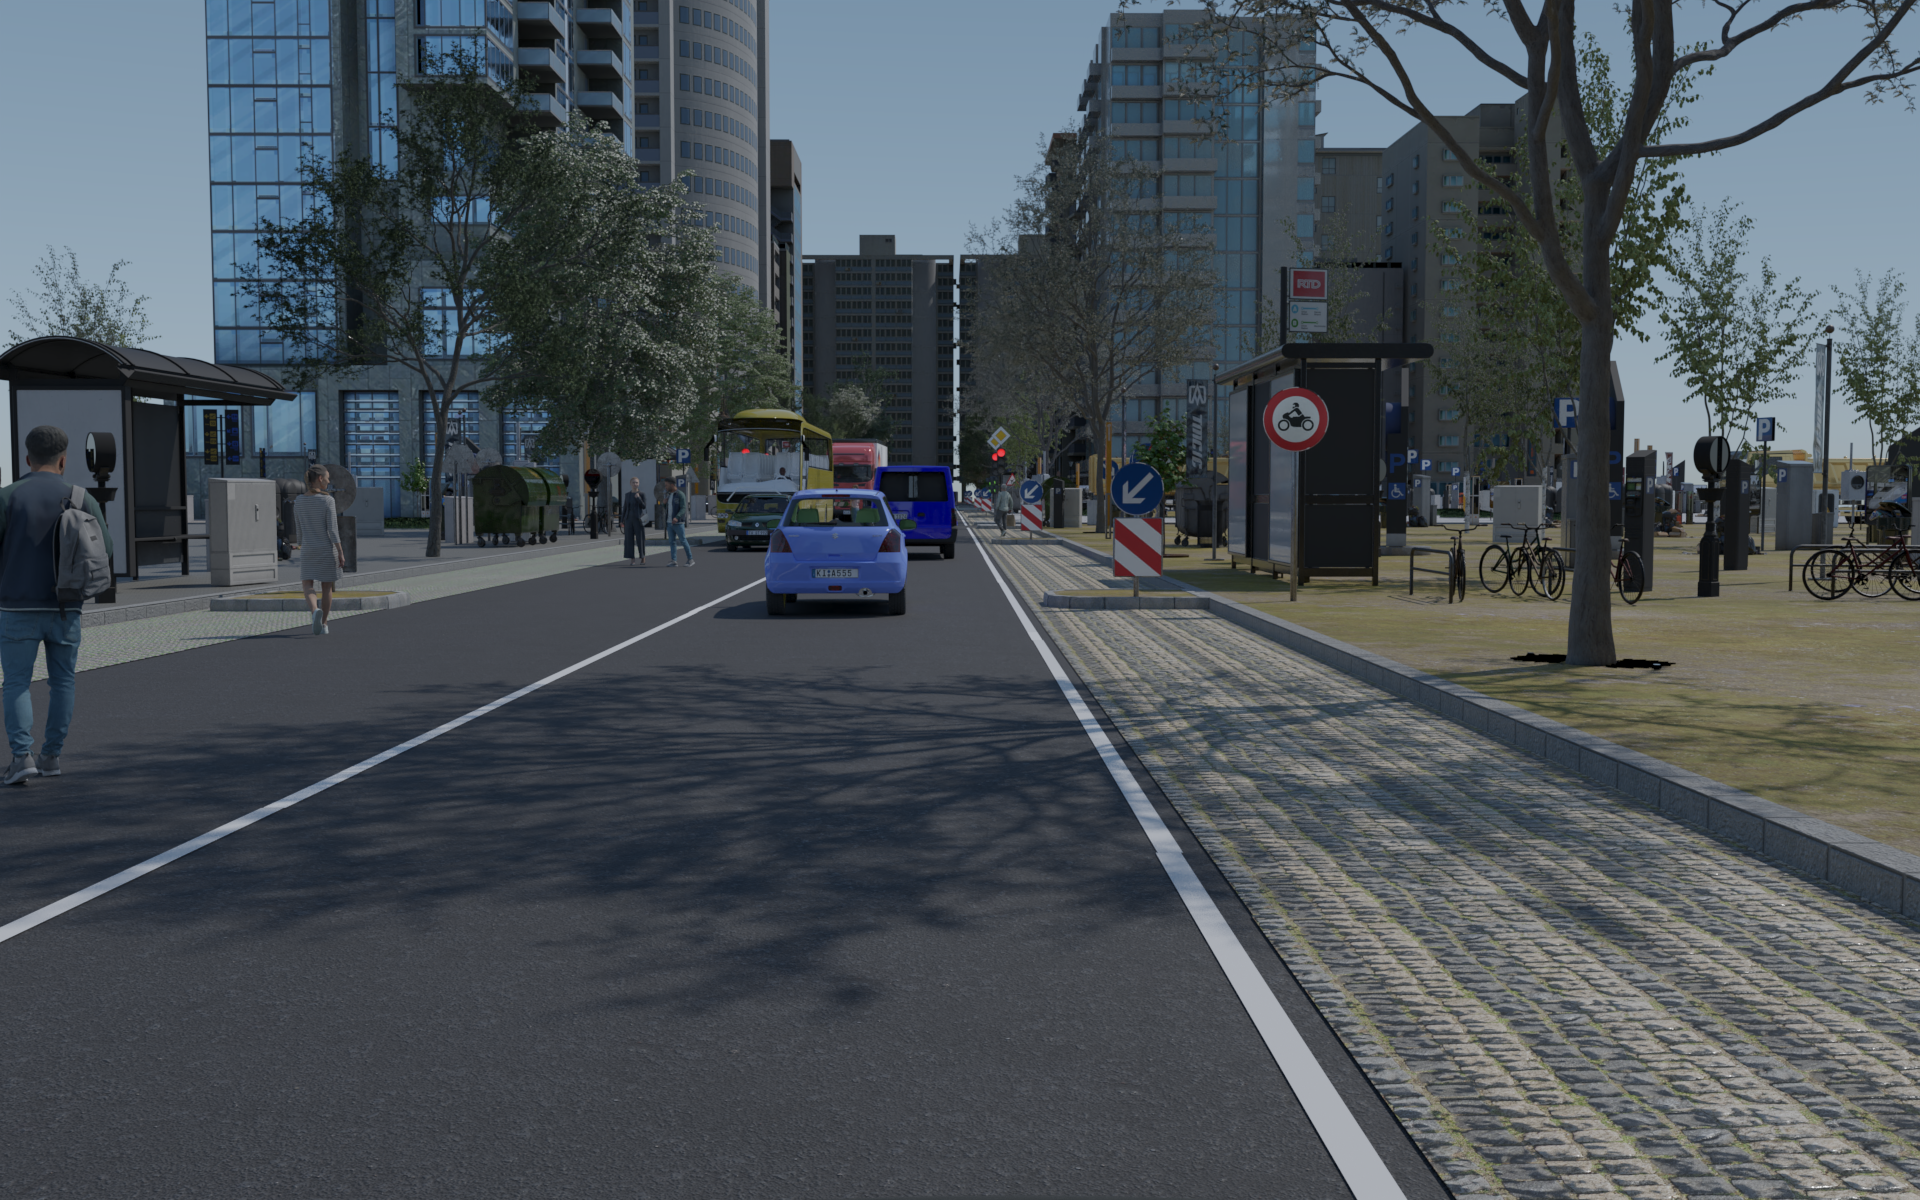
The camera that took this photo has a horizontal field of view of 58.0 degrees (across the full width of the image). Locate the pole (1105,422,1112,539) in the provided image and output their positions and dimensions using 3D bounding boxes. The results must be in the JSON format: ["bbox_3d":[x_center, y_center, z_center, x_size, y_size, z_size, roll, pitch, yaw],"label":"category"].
[{"bbox_3d":[4.227,-3.393,49.311,0.158,3.312,0.155,0,3,0],"label":"pole"}]

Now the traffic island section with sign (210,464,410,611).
[{"bbox_3d":[-8.113,-0.814,21.936,1.989,1.847,2.006,0,4,0],"label":"traffic island section with sign"}]

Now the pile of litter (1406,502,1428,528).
[{"bbox_3d":[17.302,-3.230,66.780,1.719,0.858,1.176,0,4,-6],"label":"pile of litter"}]

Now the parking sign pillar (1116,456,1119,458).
[{"bbox_3d":[11.590,-8.167,121.999,1.447,3.967,1.447,1,4,17],"label":"parking sign pillar"}]

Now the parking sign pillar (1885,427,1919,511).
[{"bbox_3d":[36.028,-4.745,66.046,1.447,3.967,1.447,1,4,8],"label":"parking sign pillar"}]

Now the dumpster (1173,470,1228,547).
[{"bbox_3d":[5.997,-2.271,42.894,1.264,1.857,1.865,0,4,0],"label":"dumpster"}]

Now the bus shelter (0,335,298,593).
[{"bbox_3d":[-11.530,-1.894,24.886,2.014,3.302,5.546,0,4,0],"label":"bus shelter"}]

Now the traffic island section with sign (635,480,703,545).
[{"bbox_3d":[-8.335,-2.463,48.891,1.989,1.847,2.006,0,4,0],"label":"traffic island section with sign"}]

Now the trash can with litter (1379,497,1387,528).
[{"bbox_3d":[16.023,-3.258,64.650,1.055,1.170,0.624,-3,5,-43],"label":"trash can with litter"}]

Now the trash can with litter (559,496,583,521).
[{"bbox_3d":[-19.014,-4.358,82.303,2.233,1.210,1.678,0,4,6],"label":"trash can with litter"}]

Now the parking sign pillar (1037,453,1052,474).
[{"bbox_3d":[5.213,-7.224,106.577,1.447,3.967,1.447,-1,4,-20],"label":"parking sign pillar"}]

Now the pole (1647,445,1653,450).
[{"bbox_3d":[28.771,-4.800,72.322,0.158,3.312,0.155,0,3,0],"label":"pole"}]

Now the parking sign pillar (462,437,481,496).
[{"bbox_3d":[-22.771,-5.676,81.275,1.447,3.967,1.447,2,4,30],"label":"parking sign pillar"}]

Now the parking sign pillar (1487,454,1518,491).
[{"bbox_3d":[36.522,-7.847,116.763,1.447,3.967,1.447,3,4,36],"label":"parking sign pillar"}]

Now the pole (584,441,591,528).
[{"bbox_3d":[-14.040,-4.368,65.252,0.158,3.312,0.155,0,3,0],"label":"pole"}]

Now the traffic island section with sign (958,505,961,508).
[{"bbox_3d":[0.878,-10.616,182.205,1.989,1.847,2.006,0,4,0],"label":"traffic island section with sign"}]

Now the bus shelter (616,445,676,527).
[{"bbox_3d":[-12.422,-4.601,69.153,2.014,3.302,5.546,0,4,0],"label":"bus shelter"}]

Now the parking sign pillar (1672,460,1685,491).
[{"bbox_3d":[56.144,-9.019,135.934,1.447,3.967,1.447,0,4,5],"label":"parking sign pillar"}]

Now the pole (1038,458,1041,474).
[{"bbox_3d":[4.434,-6.292,96.716,0.158,3.312,0.155,0,3,0],"label":"pole"}]

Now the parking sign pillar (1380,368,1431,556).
[{"bbox_3d":[9.225,-2.940,36.539,1.447,3.967,1.447,1,4,14],"label":"parking sign pillar"}]

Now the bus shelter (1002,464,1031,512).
[{"bbox_3d":[3.724,-7.622,118.535,2.014,3.302,5.546,0,4,0],"label":"bus shelter"}]

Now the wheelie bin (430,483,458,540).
[{"bbox_3d":[-14.340,-2.467,48.238,0.693,1.594,0.980,-3,4,-36],"label":"wheelie bin"}]

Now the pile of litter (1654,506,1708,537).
[{"bbox_3d":[21.011,-2.286,51.342,1.176,0.858,1.719,-3,5,-40],"label":"pile of litter"}]

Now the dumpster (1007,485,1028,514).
[{"bbox_3d":[3.675,-6.474,111.614,1.264,1.857,1.865,0,4,0],"label":"dumpster"}]

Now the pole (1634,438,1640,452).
[{"bbox_3d":[24.809,-4.264,63.563,0.158,3.312,0.155,0,3,0],"label":"pole"}]

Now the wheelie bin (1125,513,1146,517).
[{"bbox_3d":[6.057,-3.162,59.600,0.693,1.594,0.980,-3,4,-38],"label":"wheelie bin"}]

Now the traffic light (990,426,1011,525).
[{"bbox_3d":[1.674,-5.058,71.621,0.839,4.253,0.868,0,4,0],"label":"traffic light"}]

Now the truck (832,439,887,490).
[{"bbox_3d":[-5.358,-6.185,90.037,2.839,4.237,11.283,0,4,1],"label":"truck"}]

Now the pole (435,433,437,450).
[{"bbox_3d":[-17.328,-3.896,57.547,0.158,3.312,0.155,0,3,0],"label":"pole"}]

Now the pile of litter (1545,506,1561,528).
[{"bbox_3d":[22.526,-3.158,65.595,1.176,0.858,1.719,3,4,36],"label":"pile of litter"}]

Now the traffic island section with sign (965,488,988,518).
[{"bbox_3d":[1.466,-5.871,104.625,1.989,1.847,2.006,0,4,0],"label":"traffic island section with sign"}]

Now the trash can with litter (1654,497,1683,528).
[{"bbox_3d":[25.837,-3.175,63.297,1.055,1.170,0.624,0,4,-7],"label":"trash can with litter"}]

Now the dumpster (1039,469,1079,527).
[{"bbox_3d":[3.822,-3.980,67.573,1.502,2.255,1.985,0,4,0],"label":"dumpster"}]

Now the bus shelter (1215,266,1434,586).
[{"bbox_3d":[5.491,-3.100,28.319,2.179,5.291,8.768,0,4,0],"label":"bus shelter"}]

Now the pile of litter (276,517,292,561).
[{"bbox_3d":[-13.521,-1.189,33.401,1.176,0.858,1.719,0,4,7],"label":"pile of litter"}]

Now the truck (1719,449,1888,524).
[{"bbox_3d":[37.716,-4.905,76.119,9.791,3.379,3.469,0,3,0],"label":"truck"}]

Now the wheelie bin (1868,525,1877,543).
[{"bbox_3d":[24.442,-2.325,45.919,0.693,1.594,0.980,1,4,8],"label":"wheelie bin"}]

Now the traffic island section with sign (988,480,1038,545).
[{"bbox_3d":[1.895,-2.500,49.508,1.989,1.847,2.006,0,4,0],"label":"traffic island section with sign"}]

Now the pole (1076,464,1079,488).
[{"bbox_3d":[7.880,-7.470,115.970,0.158,3.312,0.155,0,3,0],"label":"pole"}]

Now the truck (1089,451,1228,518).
[{"bbox_3d":[10.546,-4.852,75.255,9.791,3.379,3.469,0,4,2],"label":"truck"}]

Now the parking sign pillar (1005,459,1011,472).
[{"bbox_3d":[3.700,-8.838,132.976,1.447,3.967,1.447,0,4,2],"label":"parking sign pillar"}]

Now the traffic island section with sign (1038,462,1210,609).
[{"bbox_3d":[2.092,-0.836,22.296,1.989,1.847,2.006,0,4,0],"label":"traffic island section with sign"}]

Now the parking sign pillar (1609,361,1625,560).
[{"bbox_3d":[12.889,-2.813,34.468,1.447,3.967,1.447,1,4,13],"label":"parking sign pillar"}]

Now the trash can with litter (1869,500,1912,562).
[{"bbox_3d":[17.800,-1.304,32.711,1.055,1.170,0.624,-1,4,-16],"label":"trash can with litter"}]

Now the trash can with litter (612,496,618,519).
[{"bbox_3d":[-18.045,-4.859,90.835,0.624,1.170,1.055,-2,4,-34],"label":"trash can with litter"}]

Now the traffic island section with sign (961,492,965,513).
[{"bbox_3d":[1.262,-7.560,132.238,1.989,1.847,2.006,0,4,0],"label":"traffic island section with sign"}]

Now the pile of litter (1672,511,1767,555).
[{"bbox_3d":[16.262,-1.405,36.935,1.719,0.858,1.176,2,4,31],"label":"pile of litter"}]

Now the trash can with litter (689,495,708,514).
[{"bbox_3d":[-18.963,-7.045,126.241,2.233,1.210,1.678,-3,5,-43],"label":"trash can with litter"}]

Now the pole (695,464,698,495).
[{"bbox_3d":[-15.110,-6.452,99.328,0.158,3.312,0.155,0,3,0],"label":"pole"}]

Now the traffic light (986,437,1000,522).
[{"bbox_3d":[1.613,-5.546,79.606,0.839,4.253,0.868,0,4,0],"label":"traffic light"}]
